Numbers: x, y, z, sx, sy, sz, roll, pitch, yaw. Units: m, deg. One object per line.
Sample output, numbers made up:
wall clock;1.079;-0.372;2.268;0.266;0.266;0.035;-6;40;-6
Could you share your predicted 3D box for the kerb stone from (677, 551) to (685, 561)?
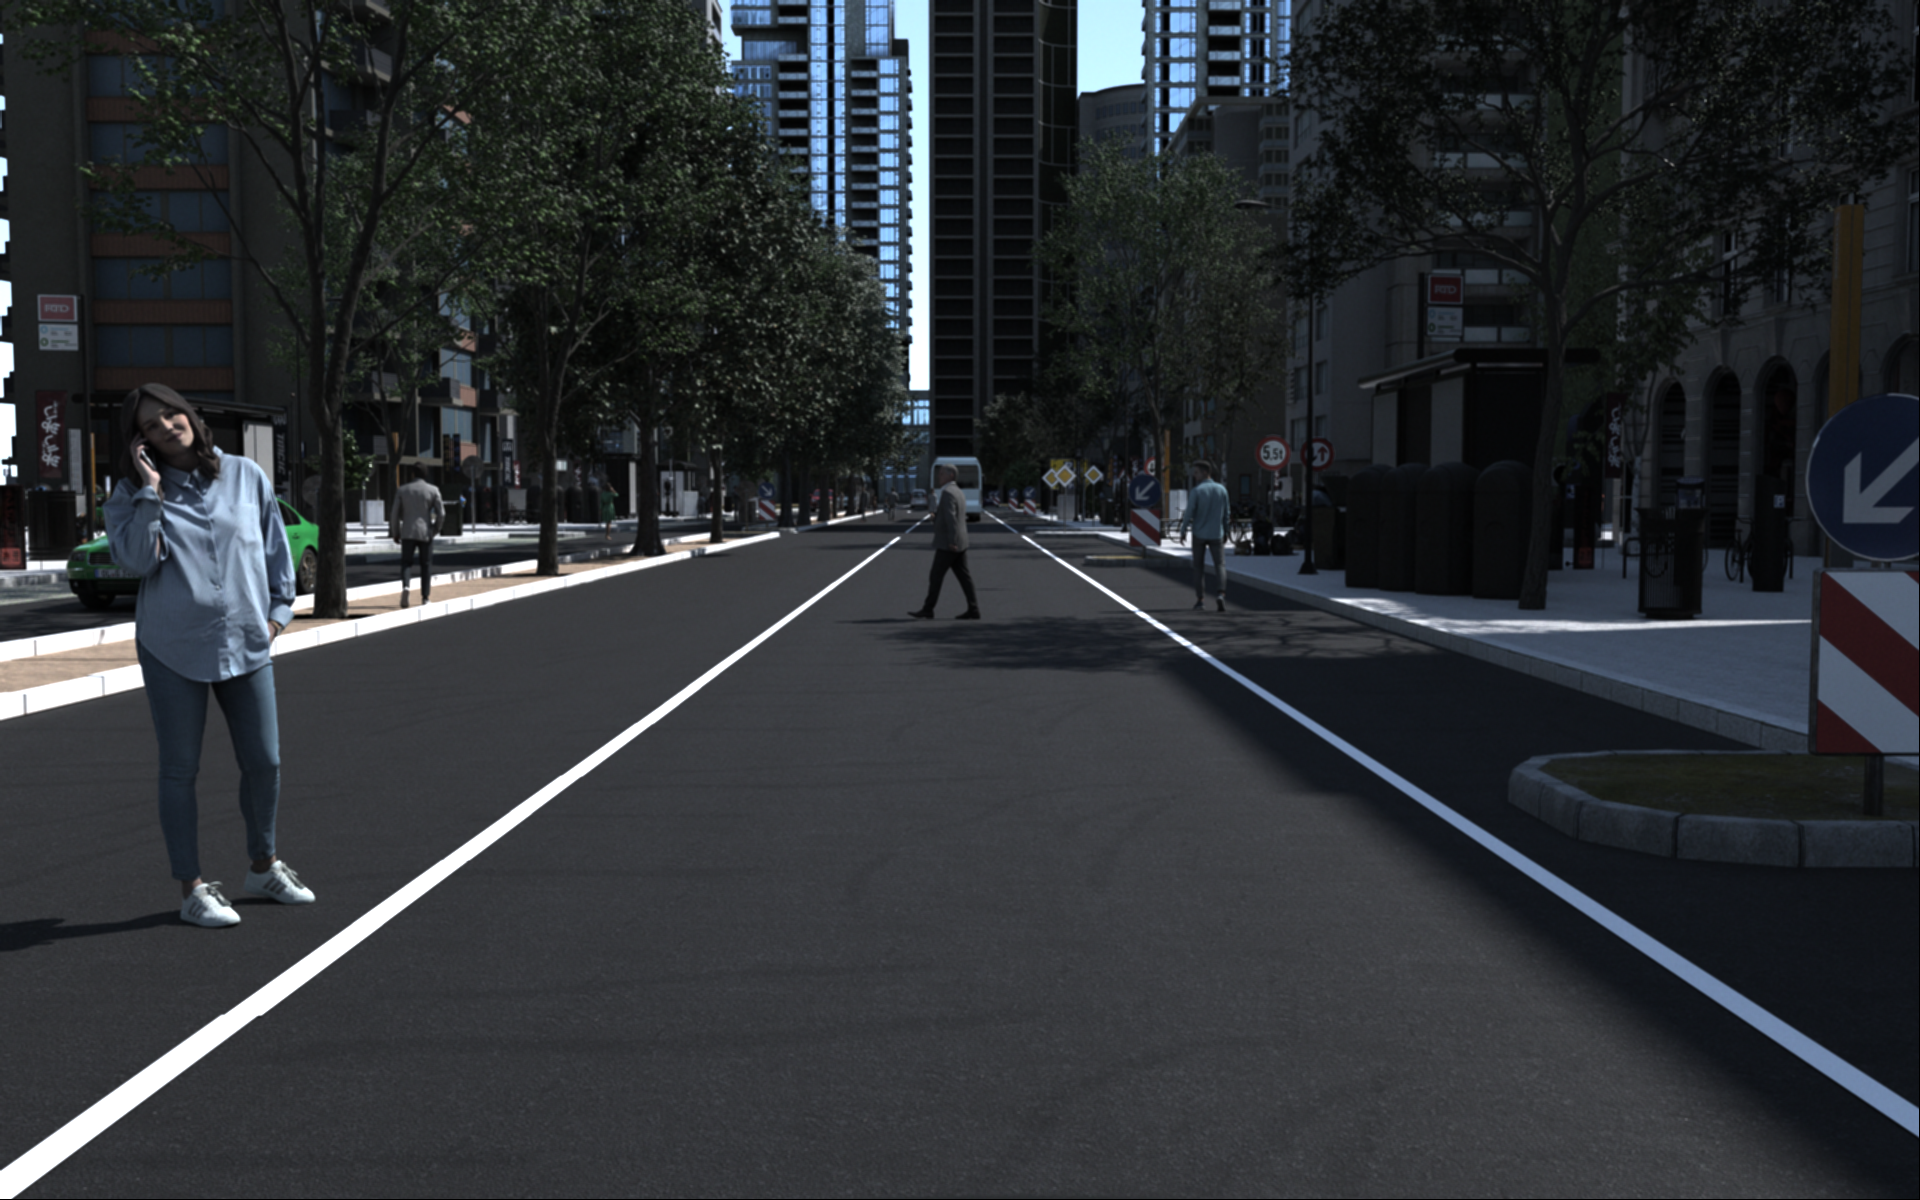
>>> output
kerb stone;-6.132;-0.927;37.348;0.120;0.150;1.000;0;3;0

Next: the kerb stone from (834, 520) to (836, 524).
kerb stone;-6.166;-3.718;82.988;0.120;0.150;1.000;0;3;0

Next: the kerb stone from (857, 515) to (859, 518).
kerb stone;-6.185;-4.909;102.458;0.120;0.150;1.000;0;3;0

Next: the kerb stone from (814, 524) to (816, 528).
kerb stone;-6.154;-3.025;71.698;0.120;0.150;1.000;0;3;0

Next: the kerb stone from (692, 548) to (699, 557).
kerb stone;-6.132;-1.052;39.399;0.120;0.150;1.000;0;3;0

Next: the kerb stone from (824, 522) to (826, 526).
kerb stone;-6.165;-3.342;76.838;0.120;0.150;1.000;0;3;0

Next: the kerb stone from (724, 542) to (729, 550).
kerb stone;-6.135;-1.365;44.531;0.120;0.150;1.000;0;3;0

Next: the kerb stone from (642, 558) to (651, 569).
kerb stone;-6.126;-0.665;33.246;0.120;0.150;1.000;0;3;0

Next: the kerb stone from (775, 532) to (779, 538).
kerb stone;-6.146;-2.117;56.809;0.120;0.150;1.000;0;3;0

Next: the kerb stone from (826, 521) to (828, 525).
kerb stone;-6.158;-3.398;77.861;0.120;0.150;1.000;0;3;0

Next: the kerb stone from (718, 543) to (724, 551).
kerb stone;-6.133;-1.304;43.509;0.120;0.150;1.000;0;3;0

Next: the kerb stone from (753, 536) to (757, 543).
kerb stone;-6.142;-1.739;50.673;0.120;0.150;1.000;0;3;0

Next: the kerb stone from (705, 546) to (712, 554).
kerb stone;-6.134;-1.177;41.445;0.120;0.150;1.000;0;3;0

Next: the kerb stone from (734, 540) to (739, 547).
kerb stone;-6.143;-1.490;46.584;0.120;0.150;1.000;0;3;0

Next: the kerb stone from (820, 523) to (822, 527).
kerb stone;-6.160;-3.214;74.785;0.120;0.150;1.000;0;3;0

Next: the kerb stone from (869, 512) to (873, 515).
kerb stone;-6.193;-5.851;117.852;0.120;0.150;1.000;0;3;0

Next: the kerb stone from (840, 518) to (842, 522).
kerb stone;-6.174;-3.970;87.097;0.120;0.150;1.000;0;3;0

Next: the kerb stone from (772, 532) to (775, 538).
kerb stone;-6.143;-2.055;55.787;0.120;0.150;1.000;0;3;0

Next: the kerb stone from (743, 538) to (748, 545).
kerb stone;-6.143;-1.616;48.629;0.120;0.150;1.000;0;3;0

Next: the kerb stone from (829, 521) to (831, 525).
kerb stone;-6.166;-3.530;79.910;0.120;0.150;1.000;0;3;0

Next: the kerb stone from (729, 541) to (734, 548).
kerb stone;-6.137;-1.418;45.562;0.120;0.150;1.000;0;3;0

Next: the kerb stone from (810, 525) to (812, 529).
kerb stone;-6.164;-2.902;69.647;0.120;0.150;1.000;0;3;0

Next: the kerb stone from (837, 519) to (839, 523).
kerb stone;-6.169;-3.844;85.045;0.120;0.150;1.000;0;3;0

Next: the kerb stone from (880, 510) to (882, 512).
kerb stone;-6.217;-6.729;132.217;0.120;0.150;1.000;0;3;0

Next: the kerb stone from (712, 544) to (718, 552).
kerb stone;-6.137;-1.241;42.487;0.120;0.150;1.000;0;3;0

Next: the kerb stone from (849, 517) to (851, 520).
kerb stone;-6.177;-4.408;94.269;0.120;0.150;1.000;0;3;0

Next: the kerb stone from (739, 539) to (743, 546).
kerb stone;-6.145;-1.554;47.605;0.120;0.150;1.000;0;3;0

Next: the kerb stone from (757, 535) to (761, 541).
kerb stone;-6.138;-1.804;51.695;0.120;0.150;1.000;0;3;0

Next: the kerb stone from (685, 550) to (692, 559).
kerb stone;-6.125;-0.984;38.371;0.120;0.150;1.000;0;3;0

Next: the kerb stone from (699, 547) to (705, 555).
kerb stone;-6.138;-1.110;40.421;0.120;0.150;1.000;0;3;0

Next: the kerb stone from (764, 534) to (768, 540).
kerb stone;-6.148;-1.927;53.743;0.120;0.150;1.000;0;3;0

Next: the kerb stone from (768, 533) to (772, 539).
kerb stone;-6.150;-1.990;54.765;0.120;0.150;1.000;0;3;0

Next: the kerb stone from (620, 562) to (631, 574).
kerb stone;-6.122;-0.546;31.201;0.120;0.150;1.000;0;3;0

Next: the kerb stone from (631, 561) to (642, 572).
kerb stone;-6.125;-0.613;32.223;0.120;0.150;1.000;0;3;0

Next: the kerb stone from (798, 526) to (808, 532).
kerb stone;-6.152;-2.777;67.599;0.120;0.150;1.000;0;3;0

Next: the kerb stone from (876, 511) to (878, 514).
kerb stone;-6.204;-6.290;125.034;0.120;0.150;1.000;0;3;0

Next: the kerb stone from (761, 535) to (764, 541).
kerb stone;-6.149;-1.867;52.720;0.120;0.150;1.000;0;3;0

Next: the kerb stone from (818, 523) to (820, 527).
kerb stone;-6.165;-3.153;73.750;0.120;0.150;1.000;0;3;0

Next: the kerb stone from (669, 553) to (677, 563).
kerb stone;-6.133;-0.861;36.316;0.120;0.150;1.000;0;3;0

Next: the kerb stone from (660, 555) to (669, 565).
kerb stone;-6.129;-0.798;35.289;0.120;0.150;1.000;0;3;0

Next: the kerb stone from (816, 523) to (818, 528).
kerb stone;-6.149;-3.088;72.727;0.120;0.150;1.000;0;3;0

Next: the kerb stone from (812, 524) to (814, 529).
kerb stone;-6.164;-2.964;70.675;0.120;0.150;1.000;0;3;0

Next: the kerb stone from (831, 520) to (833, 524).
kerb stone;-6.169;-3.593;80.941;0.120;0.150;1.000;0;3;0

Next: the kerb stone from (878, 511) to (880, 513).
kerb stone;-6.206;-6.475;128.108;0.120;0.150;1.000;0;3;0

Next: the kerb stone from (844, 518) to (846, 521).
kerb stone;-6.176;-4.151;90.175;0.120;0.150;1.000;0;3;0

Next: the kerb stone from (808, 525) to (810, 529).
kerb stone;-6.160;-2.835;68.623;0.120;0.150;1.000;0;3;0

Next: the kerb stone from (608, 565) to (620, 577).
kerb stone;-6.125;-0.486;30.179;0.120;0.150;1.000;0;3;0

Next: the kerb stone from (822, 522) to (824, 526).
kerb stone;-6.166;-3.279;75.815;0.120;0.150;1.000;0;3;0

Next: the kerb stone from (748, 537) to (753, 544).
kerb stone;-6.140;-1.679;49.651;0.120;0.150;1.000;0;3;0

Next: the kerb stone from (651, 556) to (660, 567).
kerb stone;-6.133;-0.738;34.267;0.120;0.150;1.000;0;3;0
